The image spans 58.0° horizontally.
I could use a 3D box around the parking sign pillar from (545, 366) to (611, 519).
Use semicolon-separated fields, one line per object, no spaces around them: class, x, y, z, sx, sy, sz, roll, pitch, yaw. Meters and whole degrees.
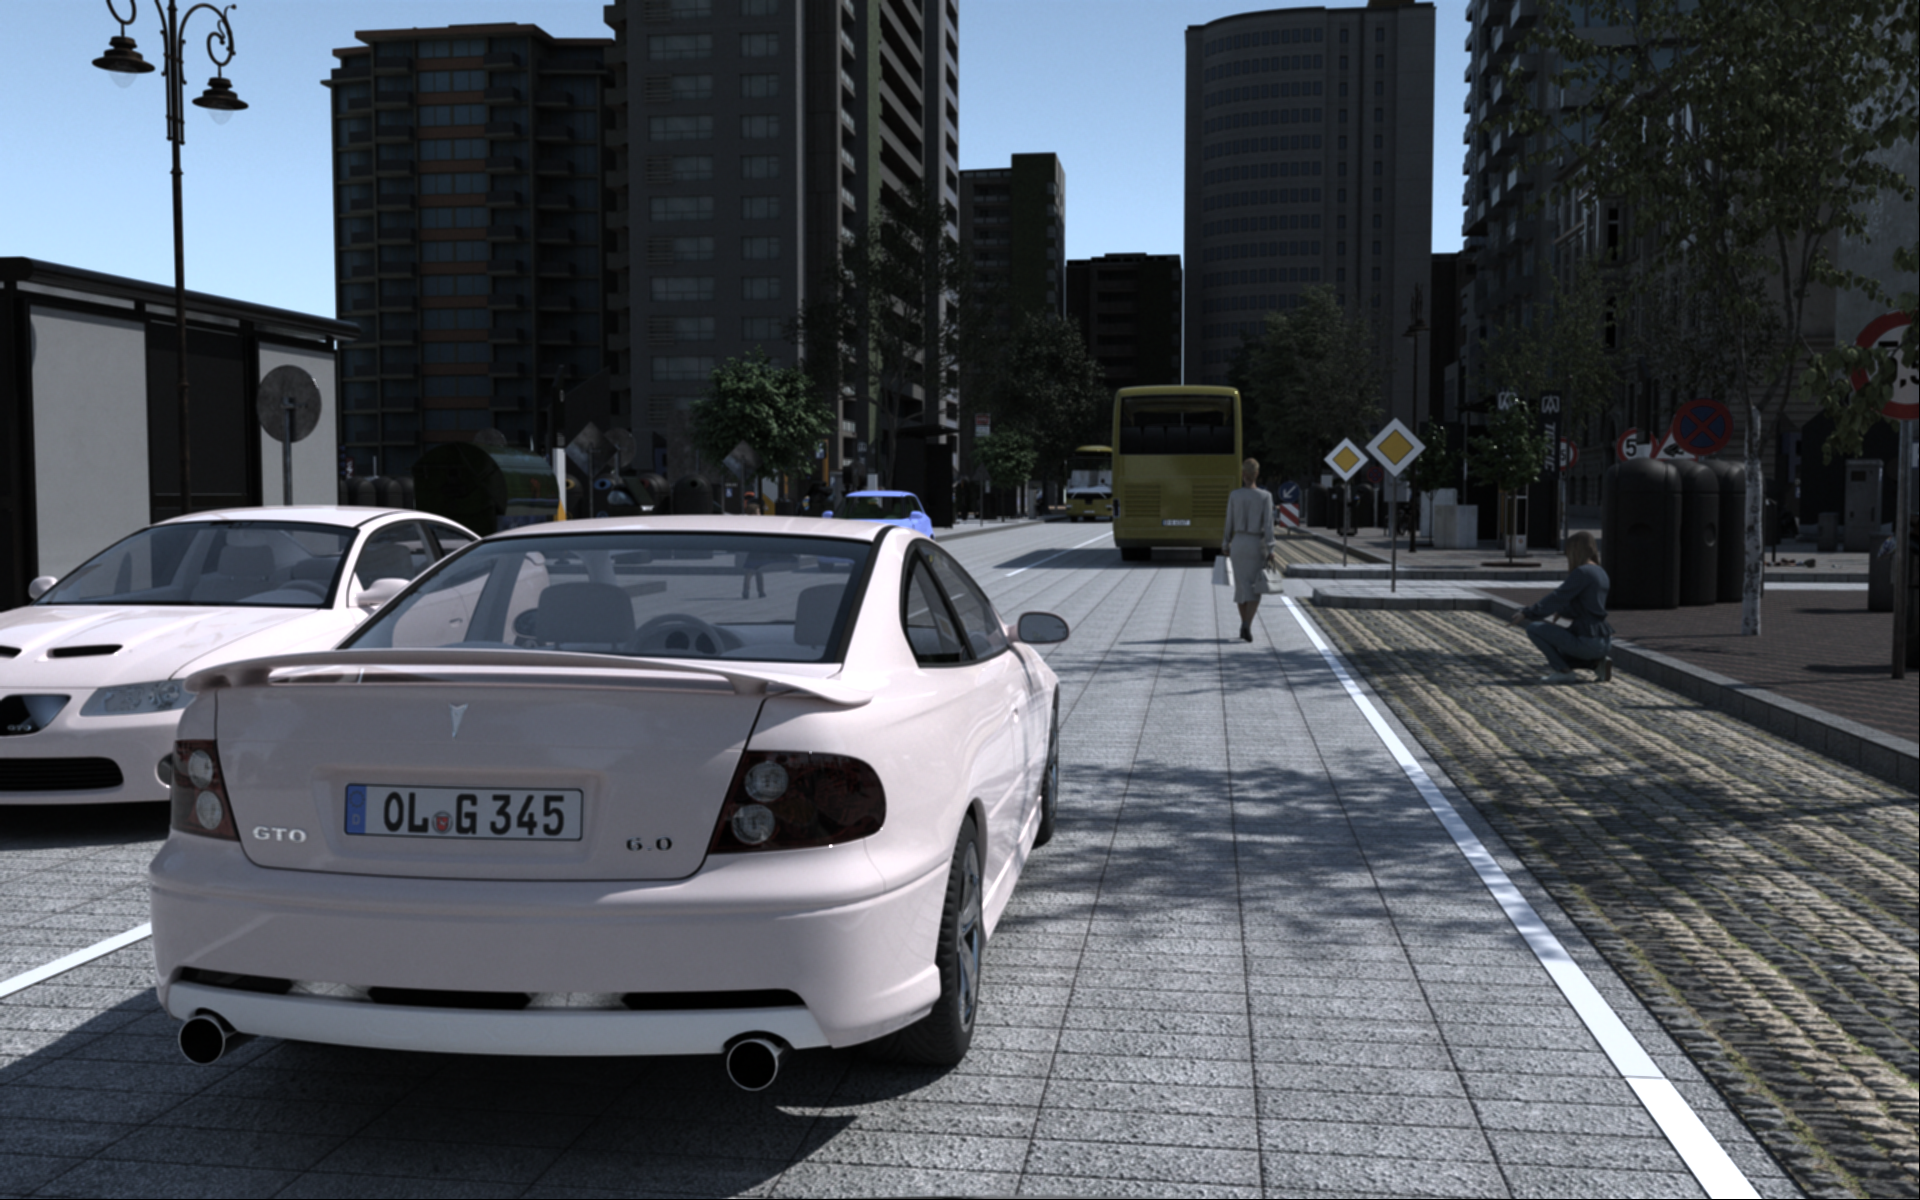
parking sign pillar;-8.014;-2.929;36.369;1.447;3.967;1.447;-2;4;-26

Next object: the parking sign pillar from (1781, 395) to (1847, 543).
parking sign pillar;23.074;-3.524;46.091;1.447;3.967;1.447;-2;4;-25

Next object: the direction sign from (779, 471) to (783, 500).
direction sign;-6.622;-4.437;64.549;0.379;3.537;0.876;1;4;18

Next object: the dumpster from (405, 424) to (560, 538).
dumpster;-6.635;-1.321;24.096;1.502;2.255;1.985;0;4;8

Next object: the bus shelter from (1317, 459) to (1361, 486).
bus shelter;18.188;-5.443;82.918;2.014;3.302;5.546;1;4;8

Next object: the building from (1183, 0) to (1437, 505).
building;41.231;-40.808;209.216;28.212;58.520;21.231;0;4;8

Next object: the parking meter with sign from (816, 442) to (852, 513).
parking meter with sign;-4.022;-3.824;58.787;1.738;3.016;0.543;-3;4;-38

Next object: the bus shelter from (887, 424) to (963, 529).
bus shelter;-1.198;-4.277;61.217;1.731;3.624;6.357;1;4;8

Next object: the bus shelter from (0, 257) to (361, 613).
bus shelter;-8.987;-2.404;16.939;2.179;5.291;8.768;1;4;8

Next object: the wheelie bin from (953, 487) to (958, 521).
wheelie bin;-0.536;-4.451;80.678;0.980;1.594;0.693;2;4;34

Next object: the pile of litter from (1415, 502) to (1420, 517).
pile of litter;25.733;-5.148;98.138;1.176;0.858;1.719;-2;4;-28

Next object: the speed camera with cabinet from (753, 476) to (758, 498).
speed camera with cabinet;-8.122;-4.729;71.652;0.660;3.252;2.038;-1;4;-13

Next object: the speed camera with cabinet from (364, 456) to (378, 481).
speed camera with cabinet;-30.635;-5.944;91.513;0.660;3.252;2.038;1;4;17

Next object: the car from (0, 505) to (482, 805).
car;-3.694;0.183;9.374;2.083;1.381;4.827;0;4;7

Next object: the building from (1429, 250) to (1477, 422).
building;61.894;-26.507;205.086;14.107;30.474;14.160;0;4;8

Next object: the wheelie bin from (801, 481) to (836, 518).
wheelie bin;-3.527;-2.181;43.565;0.693;1.594;0.980;2;4;32

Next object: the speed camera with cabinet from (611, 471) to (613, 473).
speed camera with cabinet;-14.202;-4.360;65.627;2.038;3.252;0.660;0;4;5

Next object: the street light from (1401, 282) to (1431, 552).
street light;9.973;-3.988;37.987;0.468;5.910;1.993;0;4;8

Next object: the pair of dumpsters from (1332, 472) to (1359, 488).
pair of dumpsters;16.970;-4.605;77.784;1.574;2.255;4.437;0;4;8

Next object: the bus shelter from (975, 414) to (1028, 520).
bus shelter;2.213;-6.821;89.163;2.179;5.291;8.768;0;4;8

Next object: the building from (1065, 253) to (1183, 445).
building;19.941;-26.847;210.647;14.107;30.474;14.160;0;4;8

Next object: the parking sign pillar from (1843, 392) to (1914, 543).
parking sign pillar;22.486;-3.290;42.260;1.447;3.967;1.447;2;4;26

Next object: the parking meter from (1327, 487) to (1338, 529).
parking meter;13.578;-3.350;63.183;0.372;1.533;0.369;0;3;0

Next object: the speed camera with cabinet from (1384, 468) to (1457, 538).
speed camera with cabinet;13.576;-3.468;51.033;2.038;3.252;0.660;1;4;22

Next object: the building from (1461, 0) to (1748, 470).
building;47.404;-30.365;116.069;23.786;49.044;30.456;0;4;8

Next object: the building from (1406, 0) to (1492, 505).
building;51.191;-50.929;145.367;22.319;86.520;31.000;0;4;8

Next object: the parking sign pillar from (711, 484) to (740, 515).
parking sign pillar;-9.245;-4.872;68.133;1.447;3.967;1.447;2;4;35

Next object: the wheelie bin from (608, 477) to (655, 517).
wheelie bin;-6.040;-1.457;31.736;0.693;1.594;0.980;1;4;14

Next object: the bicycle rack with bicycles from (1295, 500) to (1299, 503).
bicycle rack with bicycles;20.937;-5.500;103.303;2.852;0.926;2.925;1;4;20

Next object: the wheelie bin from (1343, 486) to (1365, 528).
wheelie bin;14.968;-3.535;65.709;0.693;1.594;0.980;-1;4;-21

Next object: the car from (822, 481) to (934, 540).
car;-1.583;-1.432;32.999;1.945;1.707;3.694;1;4;9

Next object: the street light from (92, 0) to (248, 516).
street light;-6.799;-2.588;15.102;0.468;5.910;1.993;0;4;8

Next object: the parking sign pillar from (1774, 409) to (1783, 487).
parking sign pillar;26.479;-4.068;54.992;1.447;3.967;1.447;-2;4;-27

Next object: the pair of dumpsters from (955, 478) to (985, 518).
pair of dumpsters;0.607;-5.547;93.188;1.574;2.255;4.437;0;4;8

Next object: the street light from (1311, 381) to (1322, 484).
street light;14.665;-6.022;71.245;0.468;5.910;1.993;0;4;8

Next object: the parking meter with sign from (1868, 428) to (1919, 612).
parking meter with sign;10.809;-1.402;19.180;1.738;3.016;0.543;-2;4;-29

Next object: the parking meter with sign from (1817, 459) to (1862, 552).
parking meter with sign;19.908;-2.563;38.163;1.738;3.016;0.543;3;4;38

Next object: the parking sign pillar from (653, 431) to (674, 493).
parking sign pillar;-12.338;-5.193;73.379;1.447;3.967;1.447;-1;4;-13

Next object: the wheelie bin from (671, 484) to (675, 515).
wheelie bin;-8.485;-2.764;53.105;0.980;1.594;0.693;2;4;25

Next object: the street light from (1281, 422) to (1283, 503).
street light;19.354;-8.024;103.981;0.468;5.910;1.993;0;4;8

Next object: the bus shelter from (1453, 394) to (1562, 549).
bus shelter;13.773;-3.213;43.818;1.731;3.624;6.357;1;4;8

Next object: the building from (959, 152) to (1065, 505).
building;5.359;-32.264;211.106;14.086;41.232;14.154;0;4;8

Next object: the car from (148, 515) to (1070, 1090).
car;-0.707;0.400;5.821;2.083;1.381;4.827;0;4;7

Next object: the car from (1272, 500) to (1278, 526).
car;13.326;-4.035;77.978;2.014;1.417;4.499;0;4;8

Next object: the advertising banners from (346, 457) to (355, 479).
advertising banners;-27.862;-5.198;81.176;2.074;3.025;0.090;0;4;4

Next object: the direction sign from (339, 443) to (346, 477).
direction sign;-27.820;-5.218;77.308;0.876;3.537;0.379;0;4;3

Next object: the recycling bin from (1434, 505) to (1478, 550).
recycling bin;11.467;-1.683;40.066;0.722;1.027;0.722;-2;4;-34

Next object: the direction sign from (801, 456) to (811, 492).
direction sign;-8.969;-6.641;100.584;0.379;3.537;0.876;-3;5;-44

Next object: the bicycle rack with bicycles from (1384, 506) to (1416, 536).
bicycle rack with bicycles;14.044;-2.429;53.095;2.852;0.926;2.925;3;5;39
